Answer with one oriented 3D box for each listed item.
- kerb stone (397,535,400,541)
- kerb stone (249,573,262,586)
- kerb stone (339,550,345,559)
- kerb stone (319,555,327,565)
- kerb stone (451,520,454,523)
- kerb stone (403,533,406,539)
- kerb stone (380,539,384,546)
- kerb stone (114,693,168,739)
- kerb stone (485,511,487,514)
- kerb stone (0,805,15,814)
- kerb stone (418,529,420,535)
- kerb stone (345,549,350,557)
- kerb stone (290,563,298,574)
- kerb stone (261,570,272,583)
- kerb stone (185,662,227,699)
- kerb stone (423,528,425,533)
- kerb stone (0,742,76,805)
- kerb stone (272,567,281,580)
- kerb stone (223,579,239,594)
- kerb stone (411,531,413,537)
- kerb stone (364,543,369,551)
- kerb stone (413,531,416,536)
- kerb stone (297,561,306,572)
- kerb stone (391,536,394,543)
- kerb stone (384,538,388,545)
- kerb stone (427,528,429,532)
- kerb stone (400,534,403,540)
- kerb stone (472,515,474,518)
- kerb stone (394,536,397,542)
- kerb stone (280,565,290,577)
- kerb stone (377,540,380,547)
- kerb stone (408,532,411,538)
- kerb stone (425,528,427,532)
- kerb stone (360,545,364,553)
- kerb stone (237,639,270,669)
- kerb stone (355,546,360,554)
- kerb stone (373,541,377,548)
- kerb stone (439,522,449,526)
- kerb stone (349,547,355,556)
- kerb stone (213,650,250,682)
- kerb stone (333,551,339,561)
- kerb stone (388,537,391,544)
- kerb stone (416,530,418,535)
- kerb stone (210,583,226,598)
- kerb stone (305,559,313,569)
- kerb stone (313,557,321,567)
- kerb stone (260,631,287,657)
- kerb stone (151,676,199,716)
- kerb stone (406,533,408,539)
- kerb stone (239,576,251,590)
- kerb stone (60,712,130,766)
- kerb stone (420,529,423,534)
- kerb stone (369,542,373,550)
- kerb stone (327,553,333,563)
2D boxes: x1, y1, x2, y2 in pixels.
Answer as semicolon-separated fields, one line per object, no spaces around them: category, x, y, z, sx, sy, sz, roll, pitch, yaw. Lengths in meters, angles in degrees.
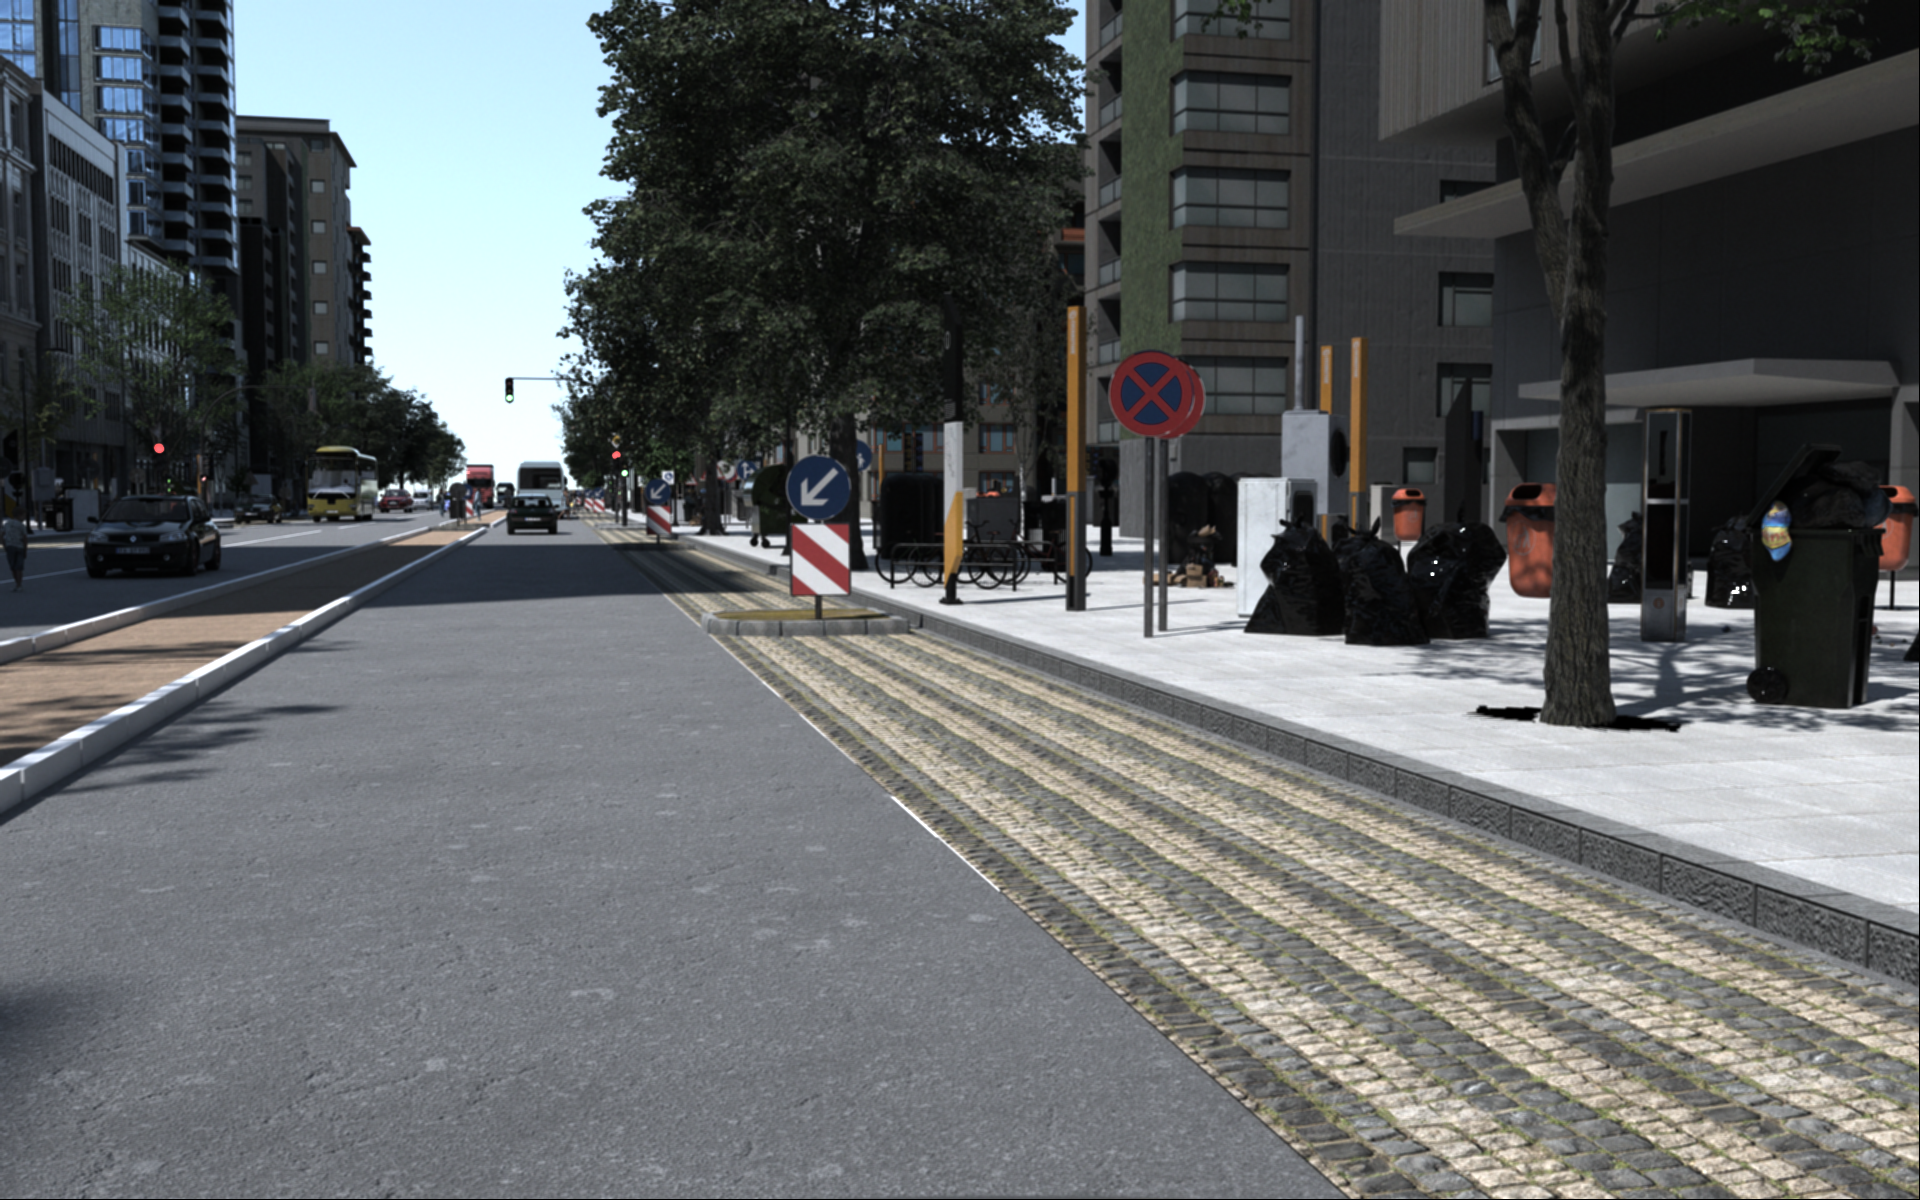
kerb stone;-16.961;-1.818;51.916;0.120;0.150;1.000;-1;4;-13
kerb stone;-11.053;-0.291;26.959;0.120;0.150;1.000;-1;4;-13
kerb stone;-13.650;-0.961;37.916;0.120;0.150;1.000;-1;4;-13
kerb stone;-12.940;-0.776;34.926;0.120;0.150;1.000;-1;4;-13
kerb stone;-23.696;-3.556;80.388;0.120;0.150;1.000;-1;4;-13
kerb stone;-17.439;-1.939;53.906;0.120;0.150;1.000;-1;4;-13
kerb stone;-15.779;-1.510;46.905;0.120;0.150;1.000;-1;4;-13
kerb stone;-5.019;0.716;10.558;0.120;0.150;1.000;-1;4;-13
kerb stone;-33.381;-6.061;121.306;0.120;0.150;1.000;-1;4;-13
kerb stone;-4.316;0.895;7.566;0.120;0.150;1.000;-1;4;-13
kerb stone;-18.854;-2.306;59.911;0.120;0.150;1.000;-1;4;-13
kerb stone;-13.891;-1.020;38.922;0.120;0.150;1.000;-1;4;-13
kerb stone;-12.000;-0.535;30.937;0.120;0.150;1.000;-1;4;-13
kerb stone;-11.291;-0.349;27.953;0.120;0.150;1.000;-1;4;-13
kerb stone;-5.487;0.590;12.551;0.120;0.150;1.000;-1;4;-13
kerb stone;-19.325;-2.426;61.901;0.120;0.150;1.000;-1;4;-13
kerb stone;-4.547;0.838;8.569;0.120;0.150;1.000;-1;4;-13
kerb stone;-11.529;-0.413;28.947;0.120;0.150;1.000;-1;4;-13
kerb stone;-10.581;-0.169;24.959;0.120;0.150;1.000;-1;4;-13
kerb stone;-18.144;-2.118;56.907;0.120;0.150;1.000;-1;4;-13
kerb stone;-14.831;-1.267;42.915;0.120;0.150;1.000;-1;4;-13
kerb stone;-18.382;-2.184;57.901;0.120;0.150;1.000;-1;4;-13
kerb stone;-12.242;-0.588;31.931;0.120;0.150;1.000;-1;4;-13
kerb stone;-16.484;-1.695;49.917;0.120;0.150;1.000;-1;4;-13
kerb stone;-16.012;-1.572;47.900;0.120;0.150;1.000;-1;4;-13
kerb stone;-19.800;-2.546;63.900;0.120;0.150;1.000;-1;4;-13
kerb stone;-17.193;-1.873;52.914;0.120;0.150;1.000;-1;4;-13
kerb stone;-28.652;-4.835;101.335;0.120;0.150;1.000;-1;4;-13
kerb stone;-16.731;-1.755;50.917;0.120;0.150;1.000;-1;4;-13
kerb stone;-11.760;-0.474;29.943;0.120;0.150;1.000;-1;4;-13
kerb stone;-15.546;-1.448;45.907;0.120;0.150;1.000;-1;4;-13
kerb stone;-17.909;-2.056;55.903;0.120;0.150;1.000;-1;4;-13
kerb stone;-19.556;-2.490;62.907;0.120;0.150;1.000;-1;4;-13
kerb stone;-14.598;-1.206;41.919;0.120;0.150;1.000;-1;4;-13
kerb stone;-5.962;0.468;14.539;0.120;0.150;1.000;-1;4;-13
kerb stone;-14.358;-1.145;40.917;0.120;0.150;1.000;-1;4;-13
kerb stone;-15.309;-1.389;44.910;0.120;0.150;1.000;-1;4;-13
kerb stone;-22.759;-3.315;76.402;0.120;0.150;1.000;-1;4;-13
kerb stone;-14.126;-1.084;39.917;0.120;0.150;1.000;-1;4;-13
kerb stone;-5.724;0.529;13.545;0.120;0.150;1.000;-1;4;-13
kerb stone;-13.413;-0.899;36.921;0.120;0.150;1.000;-1;4;-13
kerb stone;-16.245;-1.632;48.900;0.120;0.150;1.000;-1;4;-13
kerb stone;-18.618;-2.245;58.904;0.120;0.150;1.000;-1;4;-13
kerb stone;-10.350;-0.103;23.963;0.120;0.150;1.000;-1;4;-13
kerb stone;-12.473;-0.656;32.927;0.120;0.150;1.000;-1;4;-13
kerb stone;-12.706;-0.718;33.931;0.120;0.150;1.000;-1;4;-13
kerb stone;-6.199;0.412;15.546;0.120;0.150;1.000;-1;4;-13
kerb stone;-5.257;0.653;11.555;0.120;0.150;1.000;-1;4;-13
kerb stone;-17.669;-1.998;54.904;0.120;0.150;1.000;-1;4;-13
kerb stone;-10.810;-0.230;25.955;0.120;0.150;1.000;-1;4;-13
kerb stone;-4.781;0.773;9.564;0.120;0.150;1.000;-1;4;-13
kerb stone;-19.089;-2.368;60.906;0.120;0.150;1.000;-1;4;-13
kerb stone;-15.073;-1.328;43.908;0.120;0.150;1.000;-1;4;-13
kerb stone;-13.177;-0.840;35.926;0.120;0.150;1.000;-1;4;-13
